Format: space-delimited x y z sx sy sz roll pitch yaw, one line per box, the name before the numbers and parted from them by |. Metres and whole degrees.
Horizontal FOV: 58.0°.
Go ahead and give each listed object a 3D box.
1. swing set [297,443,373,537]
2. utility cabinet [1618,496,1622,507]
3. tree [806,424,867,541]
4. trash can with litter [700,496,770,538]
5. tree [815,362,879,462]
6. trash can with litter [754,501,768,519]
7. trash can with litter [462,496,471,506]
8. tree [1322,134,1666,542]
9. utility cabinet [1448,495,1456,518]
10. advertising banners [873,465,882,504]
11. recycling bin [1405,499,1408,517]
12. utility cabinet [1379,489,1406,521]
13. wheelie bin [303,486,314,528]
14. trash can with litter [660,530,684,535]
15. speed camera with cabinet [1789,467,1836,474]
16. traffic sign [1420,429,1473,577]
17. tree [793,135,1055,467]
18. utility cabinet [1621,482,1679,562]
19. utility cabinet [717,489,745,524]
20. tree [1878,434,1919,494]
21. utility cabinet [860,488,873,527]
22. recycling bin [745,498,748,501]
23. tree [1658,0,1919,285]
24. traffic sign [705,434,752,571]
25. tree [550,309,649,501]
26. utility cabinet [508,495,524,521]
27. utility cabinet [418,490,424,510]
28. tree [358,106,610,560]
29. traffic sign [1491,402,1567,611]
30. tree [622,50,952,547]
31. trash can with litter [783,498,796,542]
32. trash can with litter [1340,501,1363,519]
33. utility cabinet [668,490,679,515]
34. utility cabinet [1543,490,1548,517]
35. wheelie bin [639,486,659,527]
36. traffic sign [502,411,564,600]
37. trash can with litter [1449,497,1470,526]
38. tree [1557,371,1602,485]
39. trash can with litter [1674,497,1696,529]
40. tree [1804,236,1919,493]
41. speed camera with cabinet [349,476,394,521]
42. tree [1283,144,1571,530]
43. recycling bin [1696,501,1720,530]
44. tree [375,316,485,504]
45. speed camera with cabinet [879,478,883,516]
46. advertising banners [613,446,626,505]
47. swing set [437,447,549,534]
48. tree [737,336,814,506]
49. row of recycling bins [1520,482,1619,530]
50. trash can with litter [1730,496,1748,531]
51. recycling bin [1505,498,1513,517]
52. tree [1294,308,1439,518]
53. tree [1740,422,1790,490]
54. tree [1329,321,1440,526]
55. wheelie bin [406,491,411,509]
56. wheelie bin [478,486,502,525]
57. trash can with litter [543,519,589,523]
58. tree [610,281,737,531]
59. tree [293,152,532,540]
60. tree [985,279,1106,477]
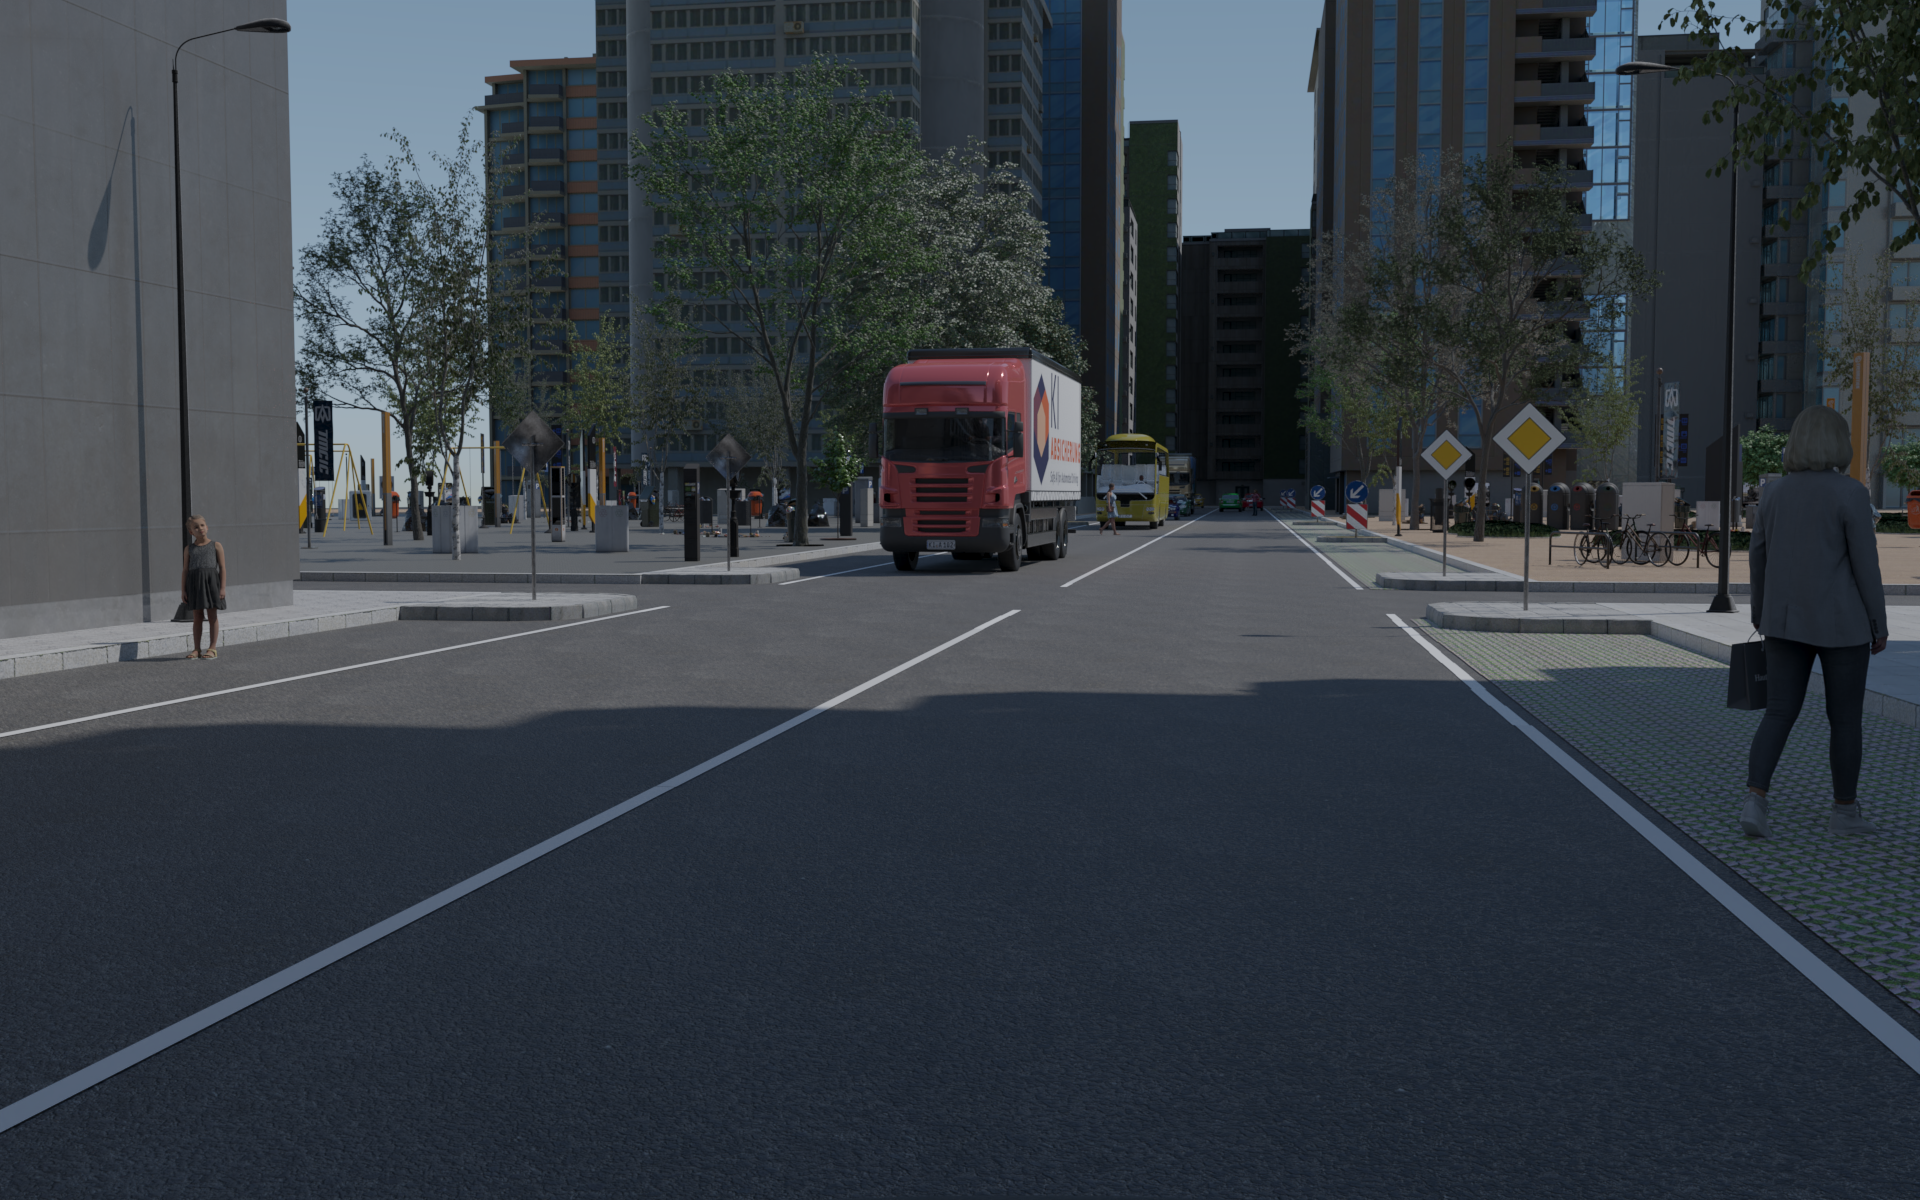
swing set | -20.141 -3.426 53.634 3.119 2.851 2.862 1 4 11
utility cabinet | 28.723 -3.943 75.636 1.020 1.237 0.306 3 4 39
tree | -3.535 -3.278 48.203 1.663 3.219 1.824 0 3 0
trash can with litter | -6.847 -2.476 51.532 2.233 1.210 1.678 0 4 3
tree | -5.755 -8.589 90.796 4.737 8.622 4.395 0 3 0
trash can with litter | -10.092 -4.734 88.785 1.055 1.170 0.624 1 4 12
trash can with litter | -25.968 -4.805 89.621 2.233 1.210 1.678 -2 4 -34
tree | 13.889 -6.826 46.014 8.767 10.594 7.601 1 4 11
utility cabinet | 26.112 -4.944 91.988 0.306 1.237 1.020 1 4 8
advertising banners | -5.196 -6.572 103.642 2.074 3.025 0.090 3 5 42
recycling bin | 24.346 -5.098 95.906 0.722 1.027 0.722 -1 4 -9
utility cabinet | 20.027 -4.380 80.284 1.173 1.500 0.318 1 4 10
wheelie bin | -24.710 -3.491 64.980 0.980 1.594 0.693 -2 4 -28
trash can with litter | -8.424 -2.690 55.035 2.233 1.210 1.678 1 4 17
speed camera with cabinet | 34.019 -4.568 69.019 0.660 3.252 2.038 -2 4 -24
traffic sign | 7.536 -1.422 26.898 0.795 2.450 0.064 1 4 9
tree | -1.262 -9.516 62.244 9.857 13.997 8.962 0 3 0
utility cabinet | 13.055 -1.479 32.857 0.318 1.500 1.173 -1 4 -14
utility cabinet | -9.656 -3.939 73.081 1.173 1.500 0.318 1 4 21
tree | 51.395 -6.718 93.560 4.285 4.588 4.351 0 3 0
utility cabinet | -3.665 -3.622 67.893 0.318 1.500 1.173 0 4 7
recycling bin | -12.819 -5.619 104.429 0.722 1.027 0.722 0 4 3
tree | 7.153 -3.774 12.063 4.737 8.622 4.395 0 3 0
traffic sign | -3.850 -1.539 28.800 0.795 2.450 0.064 1 4 9
tree | -14.634 -7.304 69.786 4.737 8.622 4.395 0 3 0
utility cabinet | -21.400 -4.423 83.484 0.306 1.237 1.020 -3 5 -41
utility cabinet | -31.754 -5.694 101.770 0.318 1.500 1.173 0 4 -6
tree | -9.793 -5.106 33.840 4.360 8.622 3.978 0 3 0
traffic sign | 6.230 -0.941 19.020 0.795 2.450 0.064 1 4 9
tree | -4.003 -7.115 42.079 9.928 11.665 9.643 0 3 0
trash can with litter | -4.473 -2.118 46.013 0.624 1.170 1.055 -2 4 -24
trash can with litter | 19.778 -4.661 87.600 1.055 1.170 0.624 0 4 -7
utility cabinet | -17.308 -5.874 104.717 0.318 1.500 1.173 1 4 10
utility cabinet | 32.052 -5.191 93.559 1.173 1.500 0.318 2 4 34
wheelie bin | -12.066 -3.643 67.475 0.693 1.594 0.980 -3 5 -45
traffic sign | -5.156 -1.057 20.922 0.795 2.450 0.064 1 4 9
trash can with litter | 17.920 -3.144 62.795 1.055 1.170 0.624 1 4 14
tree | 31.913 -8.270 85.574 4.737 8.622 4.395 0 3 0
trash can with litter | 26.835 -3.214 63.928 1.055 1.170 0.624 0 4 -4
tree | 26.242 -6.061 49.463 4.360 8.622 3.978 0 3 0
speed camera with cabinet | -28.065 -5.398 82.589 2.038 3.252 0.660 -1 4 -22
tree | 16.258 -9.224 61.185 12.009 13.543 11.850 0 3 0
recycling bin | 26.151 -2.937 60.572 0.722 1.027 0.722 1 4 20
tree | -20.305 -7.145 67.190 4.737 8.622 4.395 0 3 0
speed camera with cabinet | -3.696 -6.249 96.499 0.660 3.252 2.038 -3 5 -40
advertising banners | -12.633 -4.160 64.209 0.090 3.025 2.074 0 4 0
swing set | -15.655 -3.662 57.489 3.119 2.851 2.862 1 4 14
tree | -8.674 -7.825 78.298 4.360 8.622 3.978 0 3 0
row of recycling bins | 21.896 -3.373 62.259 3.534 1.692 1.069 3 5 39
trash can with litter | 25.964 -2.845 57.575 1.678 1.210 2.233 2 4 35
recycling bin | 31.625 -5.280 98.883 0.722 1.027 0.722 -3 4 -39
tree | 21.957 -10.264 93.578 9.928 11.665 9.643 0 3 0
tree | 36.966 -5.860 79.530 4.285 4.588 4.351 0 3 0
tree | 17.507 -7.349 70.521 4.737 8.622 4.395 0 3 0
wheelie bin | -33.805 -6.061 107.011 0.693 1.594 0.980 -2 4 -35
wheelie bin | -19.397 -3.891 71.528 0.980 1.594 0.693 -2 4 -23
trash can with litter | -17.823 -4.113 78.298 2.233 1.210 1.678 1 4 15
tree | -10.423 -6.740 60.556 4.360 8.622 3.978 0 3 0
tree | -15.391 -6.941 47.897 7.601 10.594 8.767 0 4 7
tree | 3.345 -10.656 91.240 9.611 12.733 9.660 0 3 0
